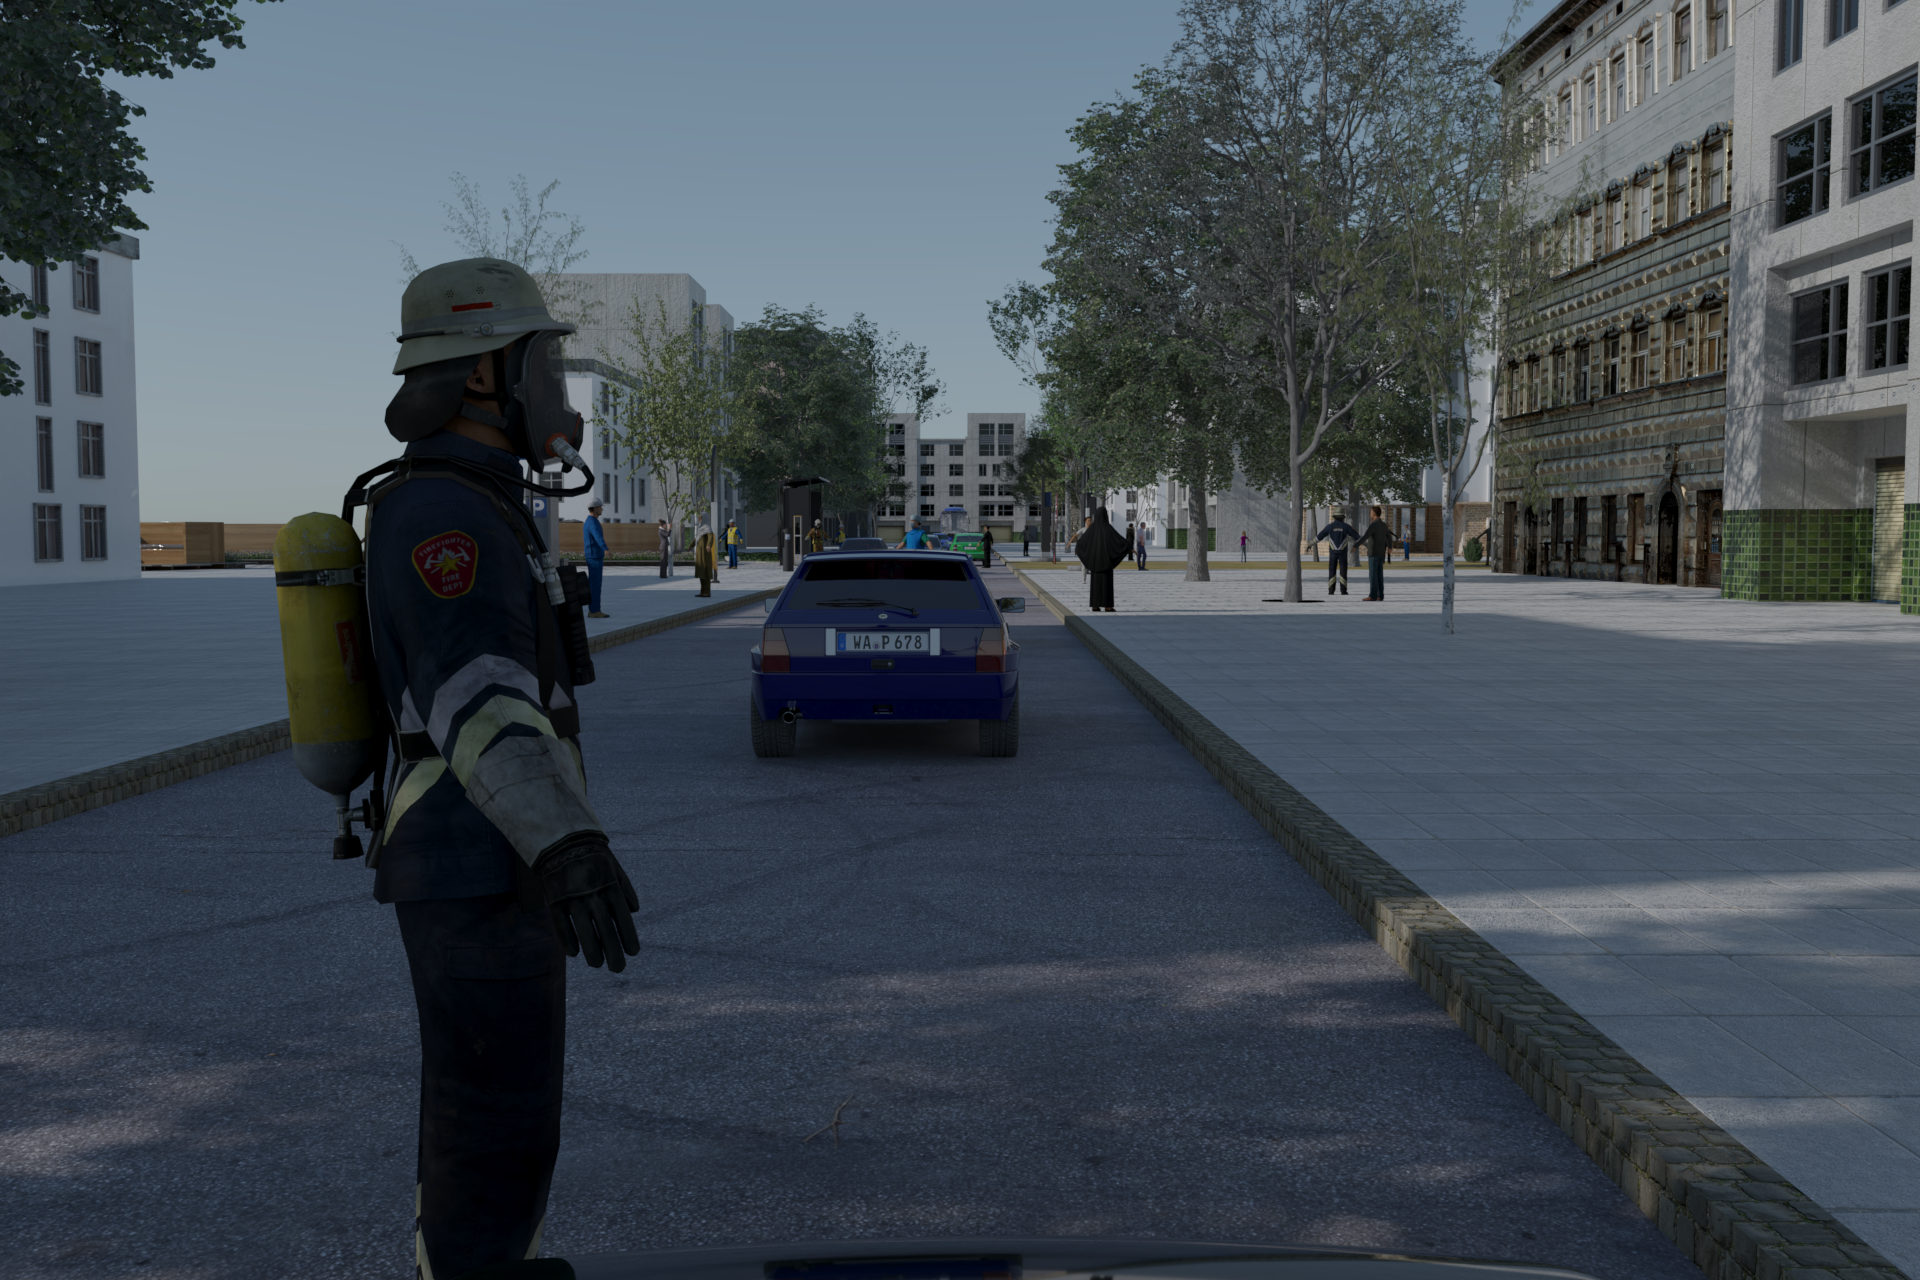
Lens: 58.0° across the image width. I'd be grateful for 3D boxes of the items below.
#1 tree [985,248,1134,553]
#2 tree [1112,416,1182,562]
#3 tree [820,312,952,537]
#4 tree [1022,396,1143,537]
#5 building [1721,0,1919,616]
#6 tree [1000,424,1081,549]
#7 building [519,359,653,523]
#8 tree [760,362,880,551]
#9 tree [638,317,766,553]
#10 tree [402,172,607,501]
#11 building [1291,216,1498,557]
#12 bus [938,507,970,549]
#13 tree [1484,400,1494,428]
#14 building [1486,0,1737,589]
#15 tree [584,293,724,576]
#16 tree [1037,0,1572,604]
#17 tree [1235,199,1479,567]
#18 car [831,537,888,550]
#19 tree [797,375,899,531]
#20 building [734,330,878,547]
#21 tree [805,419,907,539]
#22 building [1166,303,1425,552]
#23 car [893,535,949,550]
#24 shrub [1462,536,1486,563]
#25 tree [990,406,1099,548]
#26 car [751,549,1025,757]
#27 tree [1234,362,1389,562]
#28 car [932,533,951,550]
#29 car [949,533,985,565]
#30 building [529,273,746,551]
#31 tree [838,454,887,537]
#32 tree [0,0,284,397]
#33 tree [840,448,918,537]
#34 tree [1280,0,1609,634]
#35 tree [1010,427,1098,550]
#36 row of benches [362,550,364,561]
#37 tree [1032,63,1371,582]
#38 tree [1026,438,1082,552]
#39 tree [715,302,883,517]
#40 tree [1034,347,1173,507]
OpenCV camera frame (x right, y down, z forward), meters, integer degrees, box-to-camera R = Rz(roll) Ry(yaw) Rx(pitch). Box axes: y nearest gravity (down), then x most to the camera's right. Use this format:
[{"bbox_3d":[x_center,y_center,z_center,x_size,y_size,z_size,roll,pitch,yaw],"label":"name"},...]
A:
[{"bbox_3d":[8.340,-15.801,114.233,12.611,20.169,13.585,0,3,0],"label":"tree"},{"bbox_3d":[7.978,-7.893,79.420,4.360,8.622,3.978,0,3,0],"label":"tree"},{"bbox_3d":[-7.055,-17.749,146.089,12.611,20.169,13.585,0,3,0],"label":"tree"},{"bbox_3d":[7.444,-10.282,102.516,8.767,10.594,7.601,2,4,33],"label":"tree"},{"bbox_3d":[23.265,-9.271,18.045,16.747,18.905,31.486,0,4,1],"label":"building"},{"bbox_3d":[7.290,-13.019,147.279,7.601,10.594,8.767,1,4,23],"label":"tree"},{"bbox_3d":[-21.726,-9.481,97.160,9.099,9.664,28.070,0,4,1],"label":"building"},{"bbox_3d":[-8.555,-10.948,104.757,9.928,11.665,9.643,0,3,0],"label":"tree"},{"bbox_3d":[-8.868,-6.691,59.766,4.737,8.622,4.395,0,3,0],"label":"tree"},{"bbox_3d":[-8.659,-5.166,34.828,4.360,8.622,3.978,0,3,0],"label":"tree"},{"bbox_3d":[26.365,-15.502,109.878,16.016,20.090,11.380,0,4,0],"label":"building"},{"bbox_3d":[-0.446,-10.417,161.860,2.896,3.916,12.251,0,4,1],"label":"bus"},{"bbox_3d":[28.901,-10.273,78.332,12.009,13.543,11.850,0,3,0],"label":"tree"},{"bbox_3d":[26.789,-13.245,47.486,19.493,23.208,18.063,0,4,0],"label":"building"},{"bbox_3d":[-8.942,-6.236,52.326,4.737,8.622,4.395,0,3,0],"label":"tree"},{"bbox_3d":[6.407,-7.446,32.120,12.009,13.543,11.850,0,3,0],"label":"tree"},{"bbox_3d":[15.405,-9.840,67.546,9.857,13.997,8.962,0,3,0],"label":"tree"},{"bbox_3d":[-3.028,-2.553,54.322,1.945,1.354,3.894,0,4,0],"label":"car"},{"bbox_3d":[-7.830,-11.530,114.273,9.928,11.665,9.643,0,3,0],"label":"tree"},{"bbox_3d":[-24.122,-21.168,190.068,27.936,21.610,32.646,0,4,1],"label":"building"},{"bbox_3d":[-8.371,-11.821,127.692,8.767,10.594,7.601,-2,4,-28],"label":"tree"},{"bbox_3d":[26.376,-16.489,136.052,16.747,18.905,31.486,0,4,0],"label":"building"},{"bbox_3d":[-1.410,-3.118,62.975,2.014,1.417,4.499,0,4,1],"label":"car"},{"bbox_3d":[23.027,-4.070,77.656,1.383,1.207,1.383,0,3,0],"label":"shrub"},{"bbox_3d":[8.010,-15.260,159.866,12.009,13.543,11.850,0,3,0],"label":"tree"},{"bbox_3d":[-0.483,0.007,12.468,1.945,1.354,3.894,0,4,0],"label":"car"},{"bbox_3d":[15.988,-8.847,79.056,7.601,10.594,8.767,1,4,14],"label":"tree"},{"bbox_3d":[-1.720,-8.220,143.981,1.945,1.707,3.694,0,4,0],"label":"car"},{"bbox_3d":[0.416,-4.261,78.469,1.959,1.807,4.718,0,4,-1],"label":"car"},{"bbox_3d":[-26.800,-16.330,133.449,16.747,18.905,31.486,0,4,0],"label":"building"},{"bbox_3d":[-8.176,-11.311,135.297,4.360,8.622,3.978,0,3,0],"label":"tree"},{"bbox_3d":[-9.507,-6.497,12.878,9.857,13.997,8.962,0,3,0],"label":"tree"},{"bbox_3d":[-8.139,-14.218,166.882,8.767,10.594,7.601,-2,4,-27],"label":"tree"},{"bbox_3d":[6.376,-4.392,22.179,4.360,8.622,3.978,0,3,0],"label":"tree"},{"bbox_3d":[7.530,-12.281,135.199,7.601,10.594,8.767,-1,4,-19],"label":"tree"},{"bbox_3d":[-22.978,-3.279,69.070,1.422,0.672,4.104,2,4,23],"label":"row of benches"},{"bbox_3d":[6.382,-8.558,46.574,9.857,13.997,8.962,0,3,0],"label":"tree"},{"bbox_3d":[7.032,-10.677,124.931,4.737,8.622,4.395,0,3,0],"label":"tree"},{"bbox_3d":[-8.831,-11.452,93.892,9.857,13.997,8.962,0,3,0],"label":"tree"},{"bbox_3d":[7.404,-9.961,88.618,9.928,11.665,9.643,0,3,0],"label":"tree"}]
